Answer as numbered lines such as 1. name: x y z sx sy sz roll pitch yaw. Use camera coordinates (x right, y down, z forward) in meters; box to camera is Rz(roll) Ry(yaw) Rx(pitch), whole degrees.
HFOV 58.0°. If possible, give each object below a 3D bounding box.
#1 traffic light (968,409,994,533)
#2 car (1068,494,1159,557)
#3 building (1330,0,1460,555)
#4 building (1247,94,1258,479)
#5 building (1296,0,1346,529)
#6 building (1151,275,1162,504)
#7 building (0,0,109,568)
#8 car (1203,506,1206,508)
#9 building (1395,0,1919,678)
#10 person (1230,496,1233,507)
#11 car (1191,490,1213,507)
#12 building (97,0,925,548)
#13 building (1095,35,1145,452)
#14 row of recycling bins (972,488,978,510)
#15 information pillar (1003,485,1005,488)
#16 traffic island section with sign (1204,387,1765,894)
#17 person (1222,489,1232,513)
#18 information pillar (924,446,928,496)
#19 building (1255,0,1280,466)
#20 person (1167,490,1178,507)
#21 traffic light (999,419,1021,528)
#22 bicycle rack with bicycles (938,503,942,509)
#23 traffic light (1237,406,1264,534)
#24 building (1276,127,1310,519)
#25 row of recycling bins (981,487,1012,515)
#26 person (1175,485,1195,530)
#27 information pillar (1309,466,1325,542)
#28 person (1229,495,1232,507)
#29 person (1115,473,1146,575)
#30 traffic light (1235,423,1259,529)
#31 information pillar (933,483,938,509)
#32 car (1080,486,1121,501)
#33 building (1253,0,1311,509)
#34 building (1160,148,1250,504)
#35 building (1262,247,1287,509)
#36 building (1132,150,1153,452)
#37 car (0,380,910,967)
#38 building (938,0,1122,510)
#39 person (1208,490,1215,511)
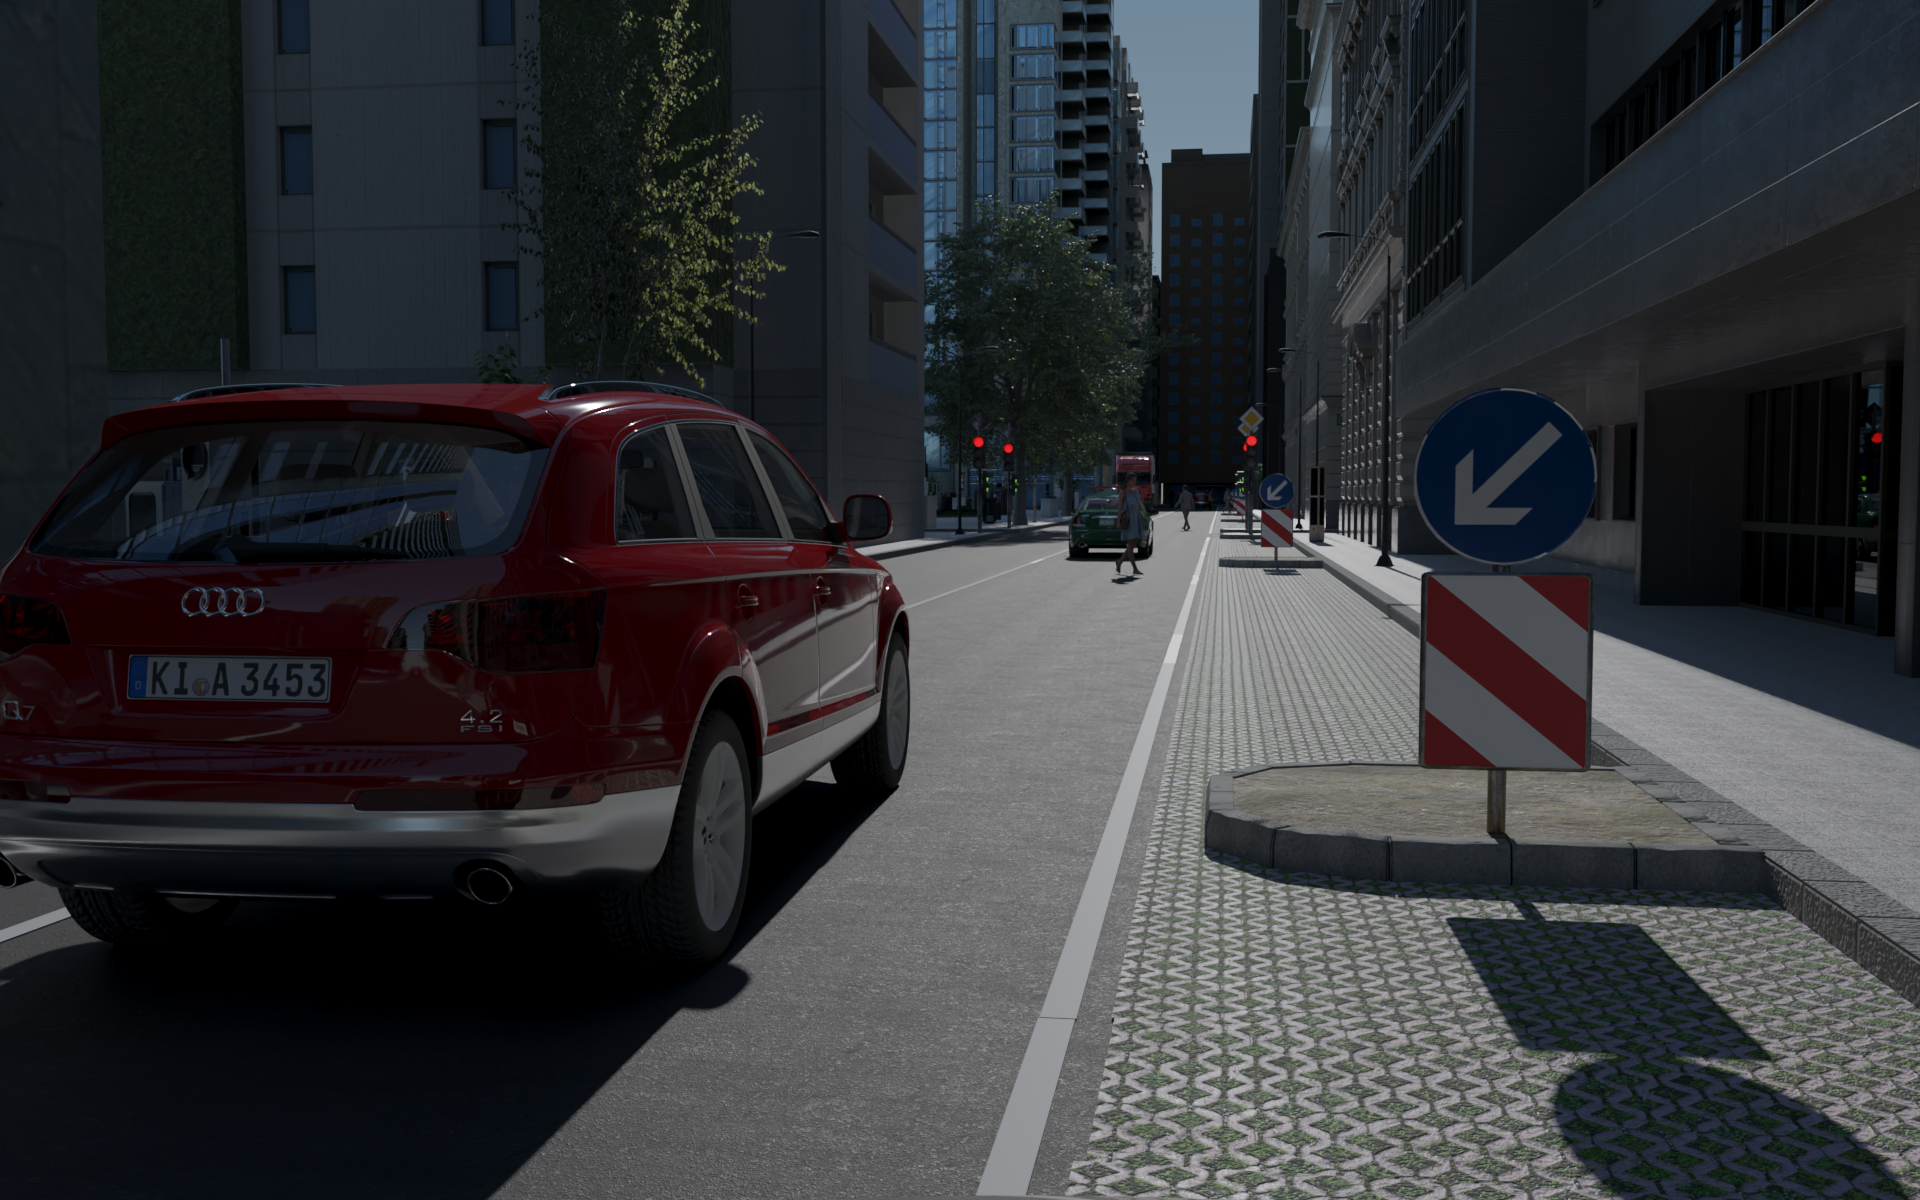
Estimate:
1. traffic light: 0.669 -4.159 56.922 0.839 4.253 0.868 1 4 9
2. car: 3.588 -1.770 40.732 2.131 1.459 4.920 1 4 8
3. building: 15.367 -13.179 44.355 11.050 23.489 19.941 1 4 9
4. building: 44.196 -35.221 199.569 21.300 48.544 21.600 1 4 9
5. building: 35.746 -17.777 67.076 44.131 29.872 17.030 1 4 9
6. building: 19.686 -28.004 229.566 14.107 30.474 14.160 1 4 9
7. building: -19.648 -42.063 0.395 22.319 86.520 31.000 1 4 9
8. car: 24.553 -10.433 179.380 1.959 1.807 4.718 1 4 10
9. building: 13.595 -12.225 18.942 14.314 24.678 30.058 1 4 9
10. person: 29.353 -10.888 187.239 1.217 1.743 0.721 3 4 38
11. car: 23.587 -9.823 169.280 2.281 1.827 5.304 1 4 8
12. building: -15.549 -30.856 46.499 28.212 58.520 21.231 1 4 9
13. building: 8.228 -34.640 185.978 23.786 49.044 30.456 1 4 9
14. row of recycling bins: 1.511 -6.226 108.913 1.069 1.692 3.534 1 4 13
15. information pillar: 3.271 -7.951 134.492 0.304 2.012 0.304 3 5 45
16. traffic island section with sign: 2.038 0.085 7.241 1.989 1.847 2.006 1 4 9
17. person: 20.158 -7.463 130.620 0.850 1.850 0.679 -1 4 -10
18. information pillar: -1.849 -5.715 84.799 0.504 3.616 0.183 3 5 39
19. building: 40.578 -38.695 174.668 21.231 58.520 28.212 1 4 9
20. person: 22.835 -10.867 186.196 1.348 1.821 0.705 2 4 33
21. traffic light: 1.863 -4.642 64.817 0.839 4.253 0.868 1 4 9
22. bicycle rack with bicycles: -2.302 -6.817 124.837 2.925 0.926 2.852 1 4 11
23. traffic light: 9.334 -4.080 55.631 0.839 4.253 0.868 1 4 9
24. building: 26.313 -16.787 110.629 11.583 22.565 21.152 1 4 9
25. row of recycling bins: 2.373 -6.012 105.414 1.069 1.692 3.534 1 4 16
26. person: 9.026 -3.700 69.273 0.678 1.792 0.850 -2 4 -25
27. information pillar: 9.521 -2.549 46.176 0.304 2.012 0.304 3 5 44
28. person: 26.856 -9.906 170.462 1.348 1.824 0.705 -3 4 -39
29. person: 2.976 -1.358 30.790 0.616 1.811 0.778 -2 4 -35
30. traffic light: 10.529 -4.563 63.527 0.839 4.253 0.868 1 4 9
31. information pillar: -1.660 -6.812 115.861 0.304 2.012 0.304 0 4 7
32. car: 7.207 -4.779 86.806 2.281 1.827 5.304 1 4 10
33. building: 36.092 -43.549 150.274 20.563 71.187 20.611 1 4 9
34. building: 33.685 -35.285 227.026 14.200 45.320 14.600 1 4 9
35. building: 28.990 -18.299 128.868 12.332 23.373 15.834 1 4 9
36. building: 15.988 -32.087 208.209 14.086 41.232 14.154 1 4 9
37. car: -1.510 0.108 6.900 2.281 1.827 5.304 0 4 8
38. building: 3.750 -51.487 154.490 22.319 86.520 31.000 1 4 9
39. person: 21.031 -8.348 145.081 0.705 1.812 1.348 -1 4 -13
